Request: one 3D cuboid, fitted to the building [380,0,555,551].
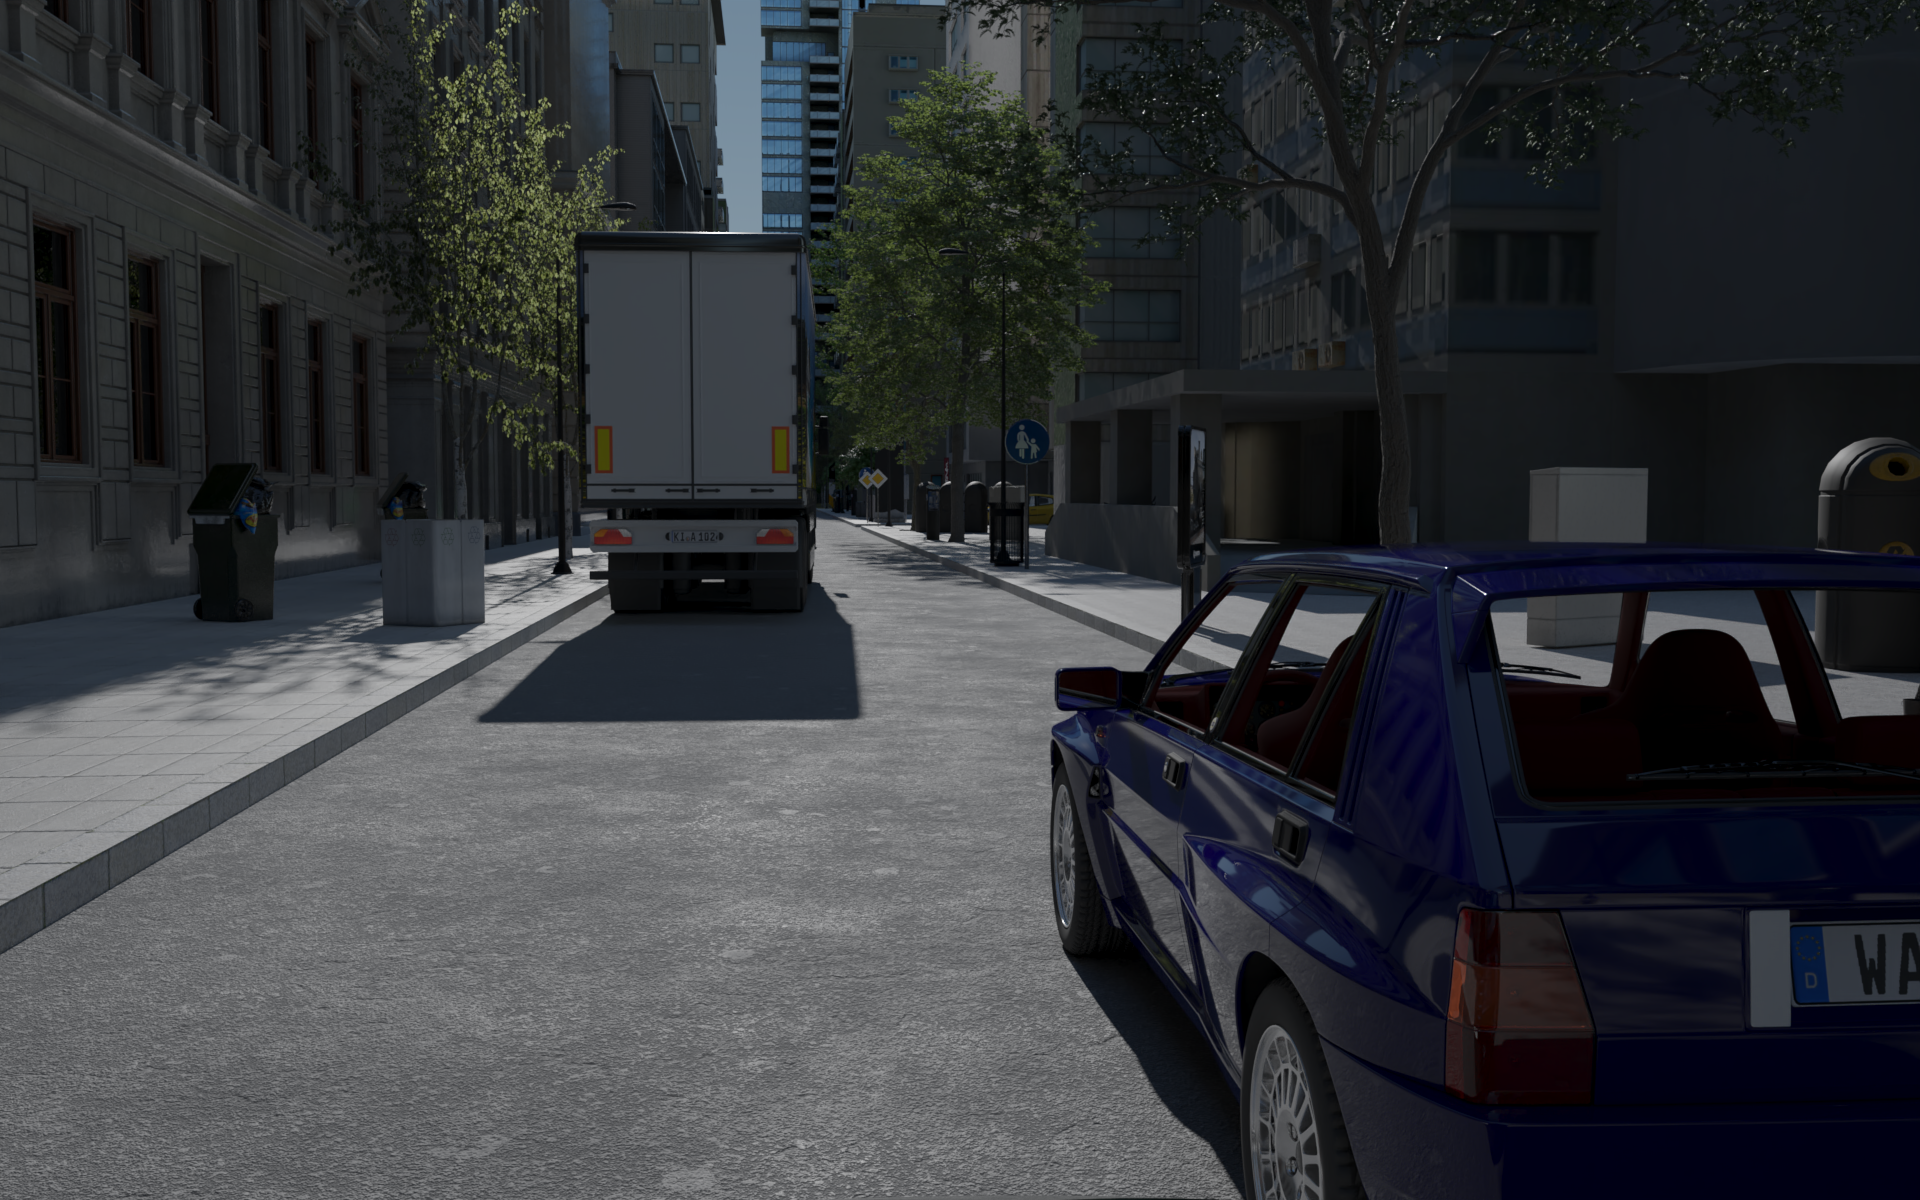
[{"bbox_3d":[-15.794,-11.773,41.644,9.793,20.994,18.267,0,4,-6],"label":"building"}]

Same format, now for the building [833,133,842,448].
[{"bbox_3d":[-3.897,-36.122,210.206,23.786,49.044,30.456,0,4,-6],"label":"building"}]

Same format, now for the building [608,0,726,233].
[{"bbox_3d":[-38.358,-35.862,175.580,28.713,52.752,27.495,0,4,-6],"label":"building"}]

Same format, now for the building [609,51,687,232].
[{"bbox_3d":[-22.223,-16.618,90.763,14.314,24.678,30.058,0,4,-6],"label":"building"}]

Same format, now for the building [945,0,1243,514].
[{"bbox_3d":[6.828,-24.582,85.514,14.086,41.232,14.154,0,4,-6],"label":"building"}]

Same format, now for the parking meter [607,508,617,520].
[{"bbox_3d":[-10.009,-2.546,50.033,0.372,1.533,0.369,0,3,0],"label":"parking meter"}]

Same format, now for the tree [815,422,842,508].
[{"bbox_3d":[-13.575,-13.380,169.132,4.360,8.622,3.978,0,3,0],"label":"tree"}]

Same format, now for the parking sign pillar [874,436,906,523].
[{"bbox_3d":[-3.173,-5.477,78.027,1.447,3.967,1.447,0,4,-1],"label":"parking sign pillar"}]

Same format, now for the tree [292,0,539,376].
[{"bbox_3d":[-6.894,-4.490,23.766,4.360,8.622,3.978,0,3,0],"label":"tree"}]

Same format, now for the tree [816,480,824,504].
[{"bbox_3d":[-18.590,-14.275,227.993,1.663,3.219,1.824,0,3,0],"label":"tree"}]

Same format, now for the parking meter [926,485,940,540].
[{"bbox_3d":[-0.752,-2.446,48.398,0.372,1.533,0.369,0,3,0],"label":"parking meter"}]

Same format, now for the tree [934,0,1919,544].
[{"bbox_3d":[3.148,-4.762,12.265,8.767,10.594,7.601,0,4,-1],"label":"tree"}]

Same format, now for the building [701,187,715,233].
[{"bbox_3d":[-29.293,-23.498,155.897,14.160,30.474,14.107,0,4,-6],"label":"building"}]

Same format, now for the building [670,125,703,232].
[{"bbox_3d":[-25.065,-19.831,117.741,14.314,27.812,24.014,0,4,-6],"label":"building"}]

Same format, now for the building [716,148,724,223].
[{"bbox_3d":[-43.895,-36.043,208.904,30.456,49.044,23.786,0,4,-6],"label":"building"}]

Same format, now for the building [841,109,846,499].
[{"bbox_3d":[-5.907,-30.843,187.881,14.154,41.232,14.086,0,4,-6],"label":"building"}]

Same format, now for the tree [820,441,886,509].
[{"bbox_3d":[-4.643,-6.592,91.494,4.285,4.588,4.351,0,3,0],"label":"tree"}]

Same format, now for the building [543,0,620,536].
[{"bbox_3d":[-21.883,-16.596,57.250,20.117,28.700,13.634,0,4,-6],"label":"building"}]

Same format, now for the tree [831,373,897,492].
[{"bbox_3d":[-5.113,-9.243,101.486,4.737,8.622,4.395,0,3,0],"label":"tree"}]

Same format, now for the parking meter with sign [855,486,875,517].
[{"bbox_3d":[-5.030,-6.097,95.951,1.738,3.016,0.543,3,4,36],"label":"parking meter with sign"}]

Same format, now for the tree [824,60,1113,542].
[{"bbox_3d":[0.349,-7.821,46.006,7.486,12.596,7.792,0,3,0],"label":"tree"}]

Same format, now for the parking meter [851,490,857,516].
[{"bbox_3d":[-6.296,-5.790,103.084,0.372,1.533,0.369,0,3,0],"label":"parking meter"}]

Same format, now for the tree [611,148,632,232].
[{"bbox_3d":[-7.756,-5.113,33.960,4.360,8.622,3.978,0,3,0],"label":"tree"}]

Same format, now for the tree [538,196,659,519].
[{"bbox_3d":[-8.448,-5.657,42.852,4.737,8.622,4.395,0,3,0],"label":"tree"}]

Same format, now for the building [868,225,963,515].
[{"bbox_3d":[8.041,-17.014,123.221,27.650,21.520,28.899,0,4,-6],"label":"building"}]

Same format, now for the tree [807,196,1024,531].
[{"bbox_3d":[-1.598,-8.195,59.746,9.928,11.665,9.643,0,3,0],"label":"tree"}]

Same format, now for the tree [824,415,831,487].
[{"bbox_3d":[-6.595,-9.711,109.131,4.737,8.622,4.395,0,3,0],"label":"tree"}]

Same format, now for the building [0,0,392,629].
[{"bbox_3d":[-14.766,-11.357,21.843,11.583,22.565,21.152,0,4,-6],"label":"building"}]

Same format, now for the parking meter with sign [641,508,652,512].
[{"bbox_3d":[-9.800,-3.484,53.218,0.543,3.016,1.738,0,4,7],"label":"parking meter with sign"}]

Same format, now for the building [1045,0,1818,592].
[{"bbox_3d":[18.530,-20.682,30.025,32.217,40.220,23.993,0,4,-6],"label":"building"}]

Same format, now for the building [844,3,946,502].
[{"bbox_3d":[-0.214,-33.411,169.972,21.300,48.544,21.600,0,4,-6],"label":"building"}]

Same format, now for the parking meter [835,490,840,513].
[{"bbox_3d":[-8.207,-6.577,115.947,0.372,1.533,0.369,0,3,0],"label":"parking meter"}]
